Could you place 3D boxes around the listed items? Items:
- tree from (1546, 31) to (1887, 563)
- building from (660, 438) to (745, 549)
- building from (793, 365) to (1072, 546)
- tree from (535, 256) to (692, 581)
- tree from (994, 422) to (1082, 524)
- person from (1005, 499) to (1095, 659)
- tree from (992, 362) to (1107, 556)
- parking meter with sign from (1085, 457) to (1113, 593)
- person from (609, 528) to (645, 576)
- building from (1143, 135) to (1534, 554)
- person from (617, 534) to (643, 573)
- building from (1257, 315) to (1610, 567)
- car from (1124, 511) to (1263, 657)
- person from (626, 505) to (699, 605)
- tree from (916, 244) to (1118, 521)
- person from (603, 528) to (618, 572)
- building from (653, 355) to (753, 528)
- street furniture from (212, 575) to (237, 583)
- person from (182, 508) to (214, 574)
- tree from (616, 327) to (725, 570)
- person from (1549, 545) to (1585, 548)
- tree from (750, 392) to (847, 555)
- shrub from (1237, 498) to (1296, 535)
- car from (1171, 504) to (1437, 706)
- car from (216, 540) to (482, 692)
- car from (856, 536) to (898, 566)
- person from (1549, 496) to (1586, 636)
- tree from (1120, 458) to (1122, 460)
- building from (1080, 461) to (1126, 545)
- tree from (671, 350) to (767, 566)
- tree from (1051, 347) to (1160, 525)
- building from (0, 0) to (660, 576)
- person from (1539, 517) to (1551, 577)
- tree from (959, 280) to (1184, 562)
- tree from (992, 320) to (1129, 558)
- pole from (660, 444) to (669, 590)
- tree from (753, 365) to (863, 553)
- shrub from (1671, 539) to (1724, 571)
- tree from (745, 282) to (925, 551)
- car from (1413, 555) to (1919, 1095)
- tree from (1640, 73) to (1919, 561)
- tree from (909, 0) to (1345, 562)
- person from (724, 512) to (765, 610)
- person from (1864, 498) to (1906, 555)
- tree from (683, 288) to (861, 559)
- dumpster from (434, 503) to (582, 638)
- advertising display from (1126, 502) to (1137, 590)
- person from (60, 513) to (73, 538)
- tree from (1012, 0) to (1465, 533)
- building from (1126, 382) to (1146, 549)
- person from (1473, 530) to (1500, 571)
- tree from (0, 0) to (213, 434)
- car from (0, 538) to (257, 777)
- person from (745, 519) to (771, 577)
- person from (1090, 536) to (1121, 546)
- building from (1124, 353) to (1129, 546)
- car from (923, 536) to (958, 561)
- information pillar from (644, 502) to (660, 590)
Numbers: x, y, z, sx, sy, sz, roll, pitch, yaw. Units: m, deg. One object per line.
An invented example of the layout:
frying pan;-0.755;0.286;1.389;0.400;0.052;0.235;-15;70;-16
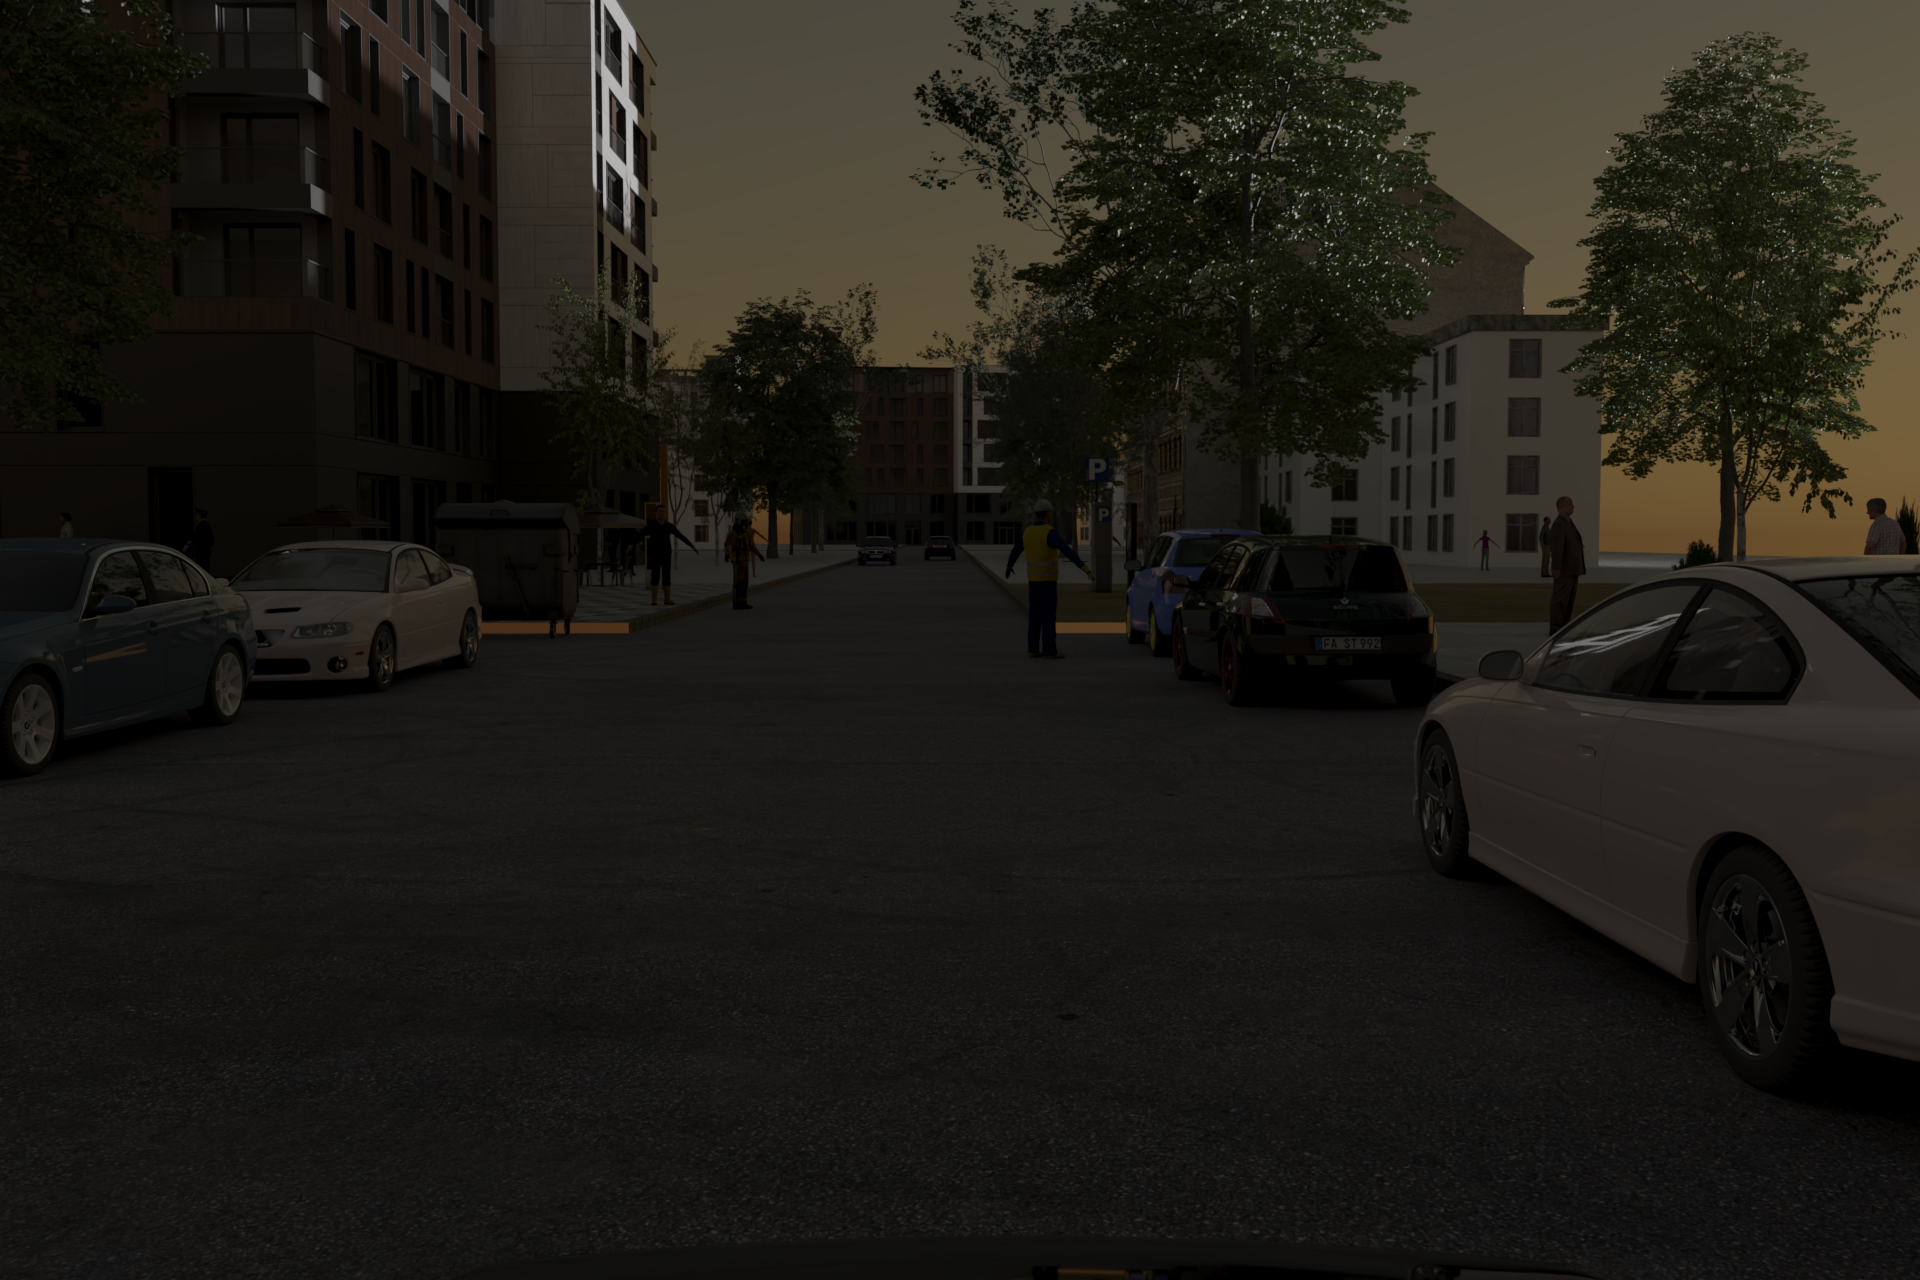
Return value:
tree;17.516;-7.464;40.169;7.486;12.596;7.792;0;3;0
building;-25.030;-13.678;165.775;9.099;9.664;28.070;0;3;0
building;-4.473;-22.910;221.008;32.646;21.610;27.936;-1;4;-8
tree;-9.657;-5.913;47.048;4.737;8.622;4.395;0;3;0
tree;5.793;-12.839;128.040;7.486;12.596;7.792;0;3;0
person;0.976;-0.707;19.983;1.349;1.833;0.705;3;5;45
tree;5.433;-10.738;101.318;9.928;11.665;9.643;0;3;0
parking meter with sign;3.139;-2.589;38.592;0.543;3.016;1.738;0;4;-2
person;-10.205;-2.880;53.276;1.347;1.806;0.705;1;4;12
building;21.356;-16.662;103.355;19.493;23.208;18.063;0;4;-1
person;-10.822;-3.067;56.617;1.216;1.772;0.721;3;5;39
building;20.230;-8.455;80.384;9.099;9.664;28.070;0;3;0
car;3.048;-0.731;21.547;1.945;1.707;3.694;0;4;-1
person;-5.400;-1.541;31.329;1.346;1.812;0.704;-2;4;-26
tree;3.740;-15.812;114.422;12.611;20.169;13.585;0;3;0
person;-11.696;-3.178;58.181;0.704;1.802;1.346;0;4;8
building;-28.568;-20.042;184.111;16.016;20.090;11.380;0;4;0
street furniture;-14.569;-0.930;30.831;5.734;0.657;10.072;0;4;-7
person;-16.178;-1.896;36.928;0.705;1.837;1.347;0;4;0
tree;-10.108;-6.816;61.800;4.360;8.622;3.978;0;3;0
person;16.326;-2.501;46.743;1.347;1.847;0.705;-2;4;-31
tree;-10.064;-10.483;105.815;8.767;10.594;7.601;3;5;45
shrub;6.558;-2.042;37.421;1.661;2.075;1.752;0;3;0
car;3.025;-0.370;15.833;2.009;1.686;4.222;0;4;-2
car;-6.144;-0.295;17.180;2.083;1.381;4.827;0;3;0
car;-3.804;-4.119;79.931;1.945;1.354;3.894;0;4;-1
person;7.666;-0.930;21.809;0.434;1.755;0.990;3;5;40
tree;20.784;-18.172;222.869;9.928;11.665;9.643;0;3;0
building;19.243;-15.646;197.967;9.099;9.664;28.070;0;4;-1
tree;-9.693;-7.261;69.086;4.360;8.622;3.978;0;3;0
tree;5.133;-7.109;66.599;4.360;8.622;3.978;0;3;0
building;-26.938;-13.178;59.441;27.936;21.610;32.646;0;4;-1
person;17.384;-2.752;51.272;0.705;1.796;1.348;3;4;38
tree;5.159;-10.323;79.158;12.009;13.543;11.850;0;3;0
tree;5.460;-10.651;92.276;7.486;12.596;7.792;0;3;0
pole;-6.736;-2.793;39.513;0.158;3.312;0.155;0;3;0
tree;-10.289;-12.146;116.708;7.486;12.596;7.792;0;3;0
shrub;14.849;-1.449;34.813;1.383;1.207;1.383;0;3;0
tree;-9.122;-16.742;129.618;12.611;20.169;13.585;0;3;0
car;2.936;0.400;5.817;2.083;1.381;4.827;0;4;-1
tree;12.873;-4.753;28.074;4.737;8.622;4.395;0;3;0
tree;4.293;-11.729;47.656;12.611;20.169;13.585;0;3;0
person;-4.158;-1.515;33.002;0.705;1.858;1.354;2;4;24
person;10.893;-0.831;20.561;0.756;1.711;0.436;-1;4;-23
tree;-9.917;-11.233;90.311;9.857;13.997;8.962;0;3;0
dumpster;-6.316;-0.980;24.236;1.865;1.857;1.264;0;4;-1
advertising display;3.482;-1.835;35.210;0.123;1.923;0.974;0;4;-1
person;-22.113;-2.240;42.818;0.705;1.806;1.347;-2;4;-33
tree;4.770;-6.826;29.739;7.486;12.596;7.792;0;3;0
building;24.688;-19.562;150.767;19.493;23.208;18.063;0;3;0
person;18.461;-3.151;60.784;0.991;1.433;0.599;3;5;42
tree;-12.613;-6.249;20.306;7.486;12.596;7.792;0;3;0
car;-6.340;0.017;11.725;2.014;1.417;4.499;0;3;0
person;-6.229;-2.734;51.500;1.217;1.733;0.721;0;4;5
person;4.305;-2.792;51.773;1.348;1.813;0.705;-3;5;-44
building;21.953;-19.565;176.312;16.016;20.090;11.380;0;4;0
car;-1.092;-5.052;95.178;1.945;1.354;3.894;0;4;0
information pillar;-7.125;-2.180;40.143;0.304;2.012;0.304;0;3;0
